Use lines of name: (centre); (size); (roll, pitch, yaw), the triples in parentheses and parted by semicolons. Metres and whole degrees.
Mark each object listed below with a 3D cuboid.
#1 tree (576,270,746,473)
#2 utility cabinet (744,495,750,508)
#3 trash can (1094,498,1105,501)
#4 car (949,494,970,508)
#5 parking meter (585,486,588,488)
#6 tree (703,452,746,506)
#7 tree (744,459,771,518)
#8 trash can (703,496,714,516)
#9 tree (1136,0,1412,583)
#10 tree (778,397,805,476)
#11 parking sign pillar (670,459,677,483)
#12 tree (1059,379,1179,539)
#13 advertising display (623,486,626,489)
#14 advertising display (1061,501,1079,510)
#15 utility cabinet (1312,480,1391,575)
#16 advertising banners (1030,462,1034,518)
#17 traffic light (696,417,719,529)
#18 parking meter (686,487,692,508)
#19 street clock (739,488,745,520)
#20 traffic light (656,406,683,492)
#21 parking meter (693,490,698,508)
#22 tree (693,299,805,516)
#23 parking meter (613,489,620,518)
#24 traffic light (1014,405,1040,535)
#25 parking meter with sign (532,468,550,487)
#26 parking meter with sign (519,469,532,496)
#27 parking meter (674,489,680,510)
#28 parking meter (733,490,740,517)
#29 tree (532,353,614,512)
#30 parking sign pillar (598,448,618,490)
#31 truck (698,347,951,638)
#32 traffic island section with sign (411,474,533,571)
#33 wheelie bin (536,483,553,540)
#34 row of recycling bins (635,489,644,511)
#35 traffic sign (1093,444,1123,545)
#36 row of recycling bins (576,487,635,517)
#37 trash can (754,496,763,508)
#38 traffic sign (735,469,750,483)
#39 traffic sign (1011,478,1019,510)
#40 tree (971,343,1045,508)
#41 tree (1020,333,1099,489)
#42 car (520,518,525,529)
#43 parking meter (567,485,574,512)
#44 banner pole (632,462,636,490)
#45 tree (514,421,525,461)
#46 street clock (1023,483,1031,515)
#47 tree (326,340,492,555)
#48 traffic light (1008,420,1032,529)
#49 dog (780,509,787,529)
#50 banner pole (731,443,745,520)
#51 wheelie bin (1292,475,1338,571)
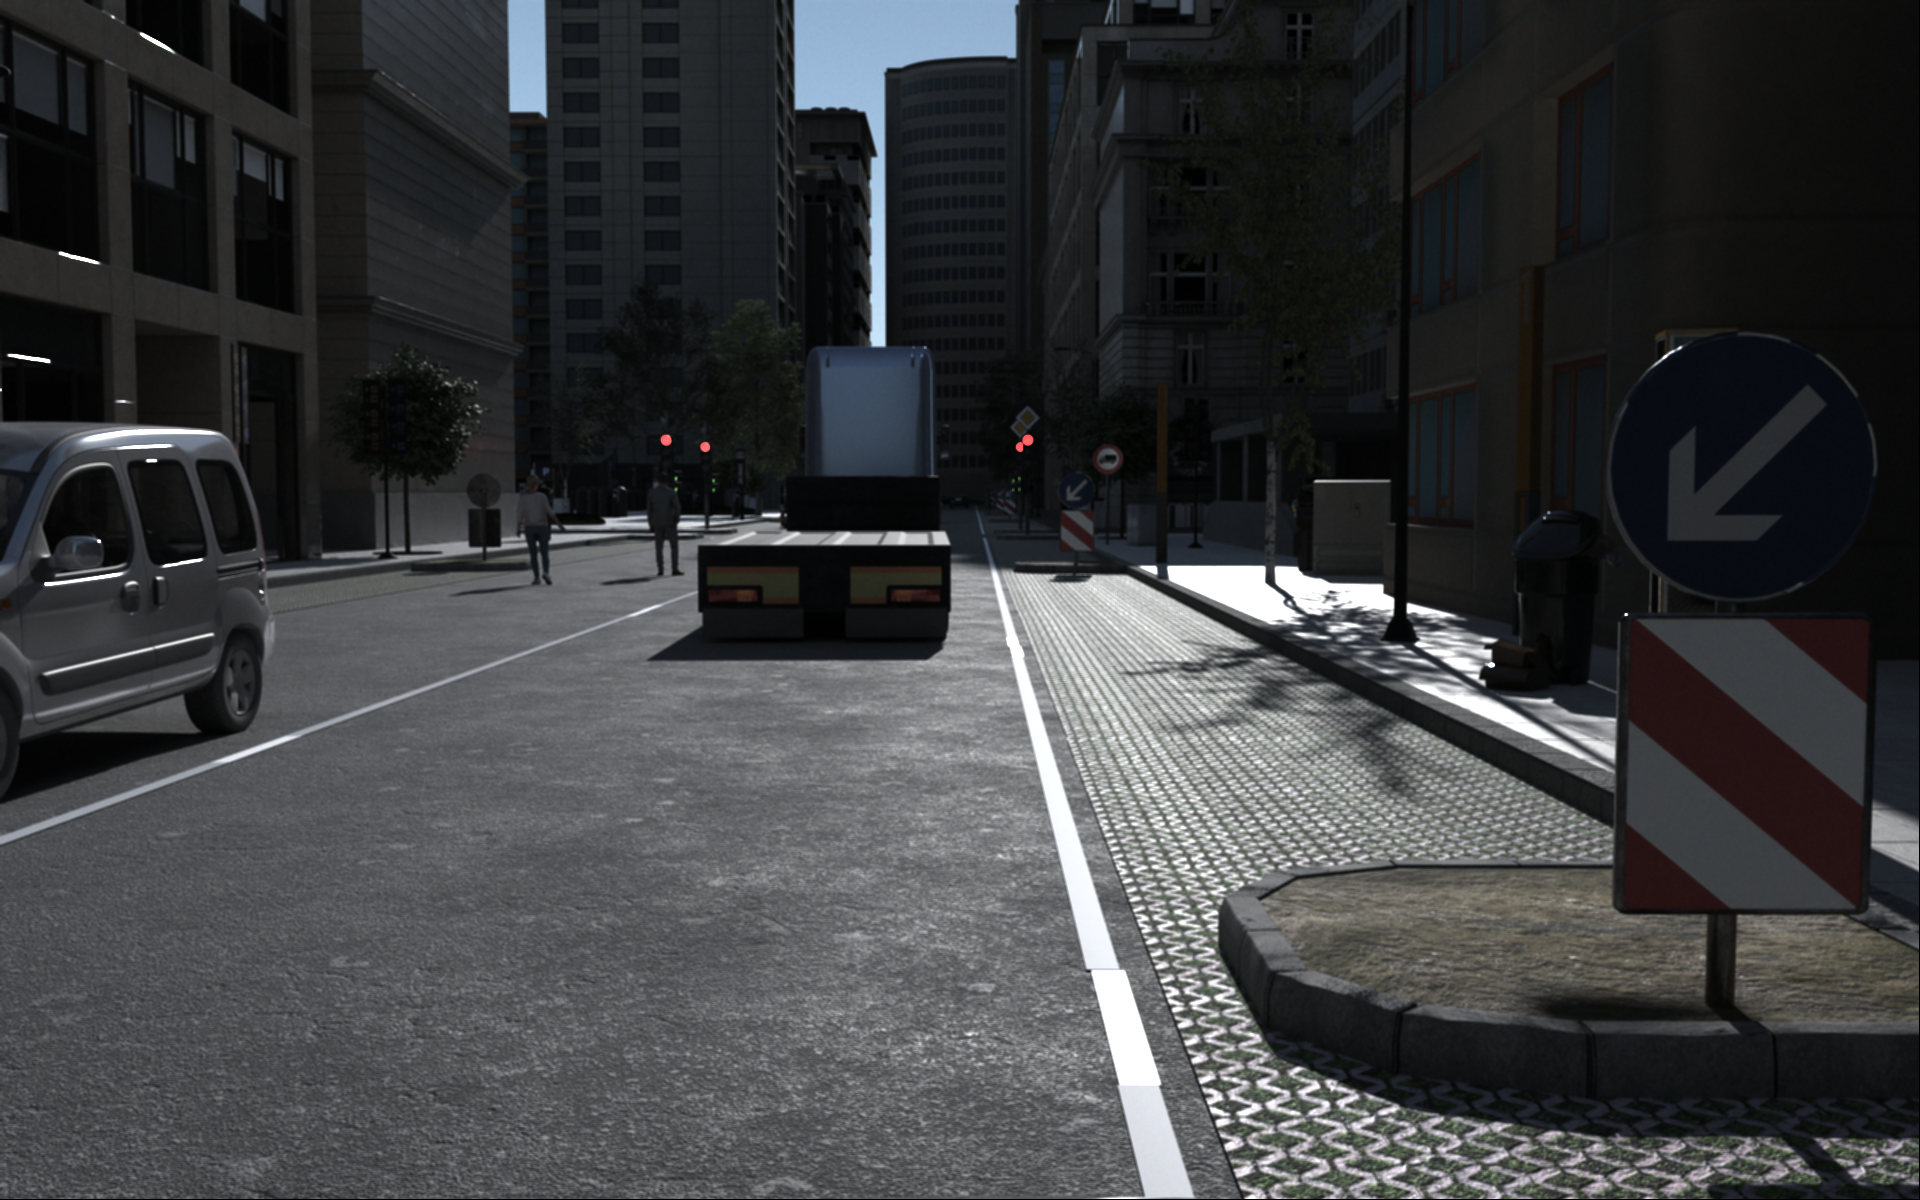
tree: (-12.643, -8.478, 73.029); (7.601, 10.594, 8.767); (-1, 4, -15)
utility cabinet: (-15.065, -6.813, 122.551); (0.306, 1.237, 1.020); (0, 4, -1)
trash can: (4.964, -3.177, 63.597); (0.748, 1.137, 0.748); (0, 3, 0)
car: (-0.077, -10.027, 175.736); (2.131, 1.459, 4.920); (0, 4, 2)
parking meter: (-28.746, -7.797, 133.186); (0.255, 1.863, 0.399); (-1, 4, -16)
tree: (-17.659, -8.945, 129.964); (4.285, 4.588, 4.351); (0, 3, 0)
tree: (-11.355, -6.098, 94.298); (1.663, 3.219, 1.824); (0, 3, 0)
trash can: (-14.473, -5.387, 99.730); (0.748, 1.137, 0.748); (0, 3, 0)
tree: (4.706, -4.544, 24.665); (4.737, 8.622, 4.395); (0, 3, 0)
tree: (-11.522, -10.781, 126.630); (4.737, 8.622, 4.395); (0, 3, 0)
parking sign pillar: (-21.974, -8.758, 131.669); (1.447, 3.967, 1.447); (1, 4, 15)
tree: (4.581, -4.042, 49.794); (4.285, 4.588, 4.351); (0, 3, 0)
advertising display: (-26.759, -8.139, 138.283); (0.123, 1.923, 0.974); (-1, 4, -19)
advertising display: (4.857, -4.309, 75.662); (0.974, 1.923, 0.123); (2, 4, 34)
utility cabinet: (6.200, -1.146, 27.424); (1.173, 1.500, 0.318); (1, 4, 19)
advertising banners: (3.940, -6.008, 94.412); (0.090, 3.025, 2.074); (0, 4, 6)
traffic light: (-9.184, -4.526, 62.917); (0.839, 4.253, 0.868); (0, 4, 0)
parking meter: (-20.931, -7.835, 133.805); (0.399, 1.863, 0.255); (-1, 4, -12)
street clock: (-10.726, -4.933, 85.228); (0.358, 2.002, 0.471); (0, 4, 4)
traffic light: (-9.241, -4.037, 54.933); (0.839, 4.253, 0.868); (0, 4, 0)
parking meter: (-18.476, -6.885, 120.976); (0.372, 1.533, 0.369); (0, 3, 0)
tree: (-12.089, -11.208, 101.377); (7.486, 12.596, 7.792); (0, 3, 0)
parking meter: (-18.720, -5.256, 94.351); (0.372, 1.533, 0.369); (0, 3, 0)
traffic light: (2.120, -4.033, 54.868); (0.839, 4.253, 0.868); (0, 4, 0)
parking meter with sign: (-27.637, -7.245, 114.709); (0.543, 3.016, 1.738); (-2, 4, -29)
parking meter with sign: (-30.615, -7.681, 121.842); (1.738, 3.016, 0.543); (2, 4, 34)
parking meter: (-14.967, -5.067, 91.259); (0.372, 1.533, 0.369); (0, 3, 0)
parking meter: (-12.636, -5.465, 97.762); (0.372, 1.533, 0.369); (0, 3, 0)
tree: (-20.546, -8.589, 90.800); (4.360, 8.622, 3.978); (0, 3, 0)
parking sign pillar: (-20.162, -6.878, 100.921); (1.447, 3.967, 1.447); (-1, 4, -15)
truck: (-1.503, -2.208, 25.859); (2.967, 4.110, 18.799); (0, 4, -1)
traffic island section with sign: (-9.114, -1.479, 32.811); (1.989, 1.847, 2.006); (0, 4, 0)
wheelie bin: (-11.660, -2.462, 48.156); (0.693, 1.594, 0.980); (-1, 4, -18)
row of recycling bins: (-25.028, -7.489, 129.556); (1.069, 1.692, 3.534); (2, 4, 35)
traffic sign: (3.752, -2.684, 43.987); (0.768, 2.556, 0.104); (0, 4, 5)
row of recycling bins: (-20.216, -5.535, 97.614); (3.534, 1.692, 1.069); (2, 4, 29)
trash can: (-15.489, -7.434, 133.206); (0.748, 1.137, 0.748); (0, 3, 0)
traffic sign: (-10.752, -5.228, 85.583); (0.768, 2.556, 0.104); (1, 4, 8)
traffic sign: (4.413, -8.318, 136.110); (0.768, 2.556, 0.104); (0, 4, 7)
tree: (5.549, -14.562, 144.742); (9.857, 13.997, 8.962); (0, 3, 0)
tree: (4.856, -7.832, 78.407); (4.360, 8.622, 3.978); (0, 3, 0)
car: (-17.255, -2.892, 59.654); (4.827, 1.381, 2.083); (0, 4, 1)
parking meter: (-23.897, -6.150, 106.263); (0.255, 1.863, 0.399); (1, 4, 14)
banner pole: (-25.132, -8.789, 133.710); (0.401, 3.779, 0.863); (1, 4, 13)
tree: (-36.112, -11.256, 134.395); (4.737, 8.622, 4.395); (0, 3, 0)
street clock: (4.073, -6.358, 108.519); (0.358, 2.002, 0.471); (1, 4, 11)
tree: (-11.780, -3.265, 37.095); (4.285, 4.588, 4.351); (0, 3, 0)
traffic light: (2.177, -4.522, 62.853); (0.839, 4.253, 0.868); (0, 4, 0)
dog: (-7.134, -3.336, 71.380); (0.800, 0.831, 0.513); (-2, 4, -32)
banner pole: (-10.856, -5.774, 84.420); (0.863, 3.779, 0.401); (-1, 4, -11)
wheelie bin: (6.014, -1.291, 29.018); (0.980, 1.594, 0.693); (1, 4, 21)
